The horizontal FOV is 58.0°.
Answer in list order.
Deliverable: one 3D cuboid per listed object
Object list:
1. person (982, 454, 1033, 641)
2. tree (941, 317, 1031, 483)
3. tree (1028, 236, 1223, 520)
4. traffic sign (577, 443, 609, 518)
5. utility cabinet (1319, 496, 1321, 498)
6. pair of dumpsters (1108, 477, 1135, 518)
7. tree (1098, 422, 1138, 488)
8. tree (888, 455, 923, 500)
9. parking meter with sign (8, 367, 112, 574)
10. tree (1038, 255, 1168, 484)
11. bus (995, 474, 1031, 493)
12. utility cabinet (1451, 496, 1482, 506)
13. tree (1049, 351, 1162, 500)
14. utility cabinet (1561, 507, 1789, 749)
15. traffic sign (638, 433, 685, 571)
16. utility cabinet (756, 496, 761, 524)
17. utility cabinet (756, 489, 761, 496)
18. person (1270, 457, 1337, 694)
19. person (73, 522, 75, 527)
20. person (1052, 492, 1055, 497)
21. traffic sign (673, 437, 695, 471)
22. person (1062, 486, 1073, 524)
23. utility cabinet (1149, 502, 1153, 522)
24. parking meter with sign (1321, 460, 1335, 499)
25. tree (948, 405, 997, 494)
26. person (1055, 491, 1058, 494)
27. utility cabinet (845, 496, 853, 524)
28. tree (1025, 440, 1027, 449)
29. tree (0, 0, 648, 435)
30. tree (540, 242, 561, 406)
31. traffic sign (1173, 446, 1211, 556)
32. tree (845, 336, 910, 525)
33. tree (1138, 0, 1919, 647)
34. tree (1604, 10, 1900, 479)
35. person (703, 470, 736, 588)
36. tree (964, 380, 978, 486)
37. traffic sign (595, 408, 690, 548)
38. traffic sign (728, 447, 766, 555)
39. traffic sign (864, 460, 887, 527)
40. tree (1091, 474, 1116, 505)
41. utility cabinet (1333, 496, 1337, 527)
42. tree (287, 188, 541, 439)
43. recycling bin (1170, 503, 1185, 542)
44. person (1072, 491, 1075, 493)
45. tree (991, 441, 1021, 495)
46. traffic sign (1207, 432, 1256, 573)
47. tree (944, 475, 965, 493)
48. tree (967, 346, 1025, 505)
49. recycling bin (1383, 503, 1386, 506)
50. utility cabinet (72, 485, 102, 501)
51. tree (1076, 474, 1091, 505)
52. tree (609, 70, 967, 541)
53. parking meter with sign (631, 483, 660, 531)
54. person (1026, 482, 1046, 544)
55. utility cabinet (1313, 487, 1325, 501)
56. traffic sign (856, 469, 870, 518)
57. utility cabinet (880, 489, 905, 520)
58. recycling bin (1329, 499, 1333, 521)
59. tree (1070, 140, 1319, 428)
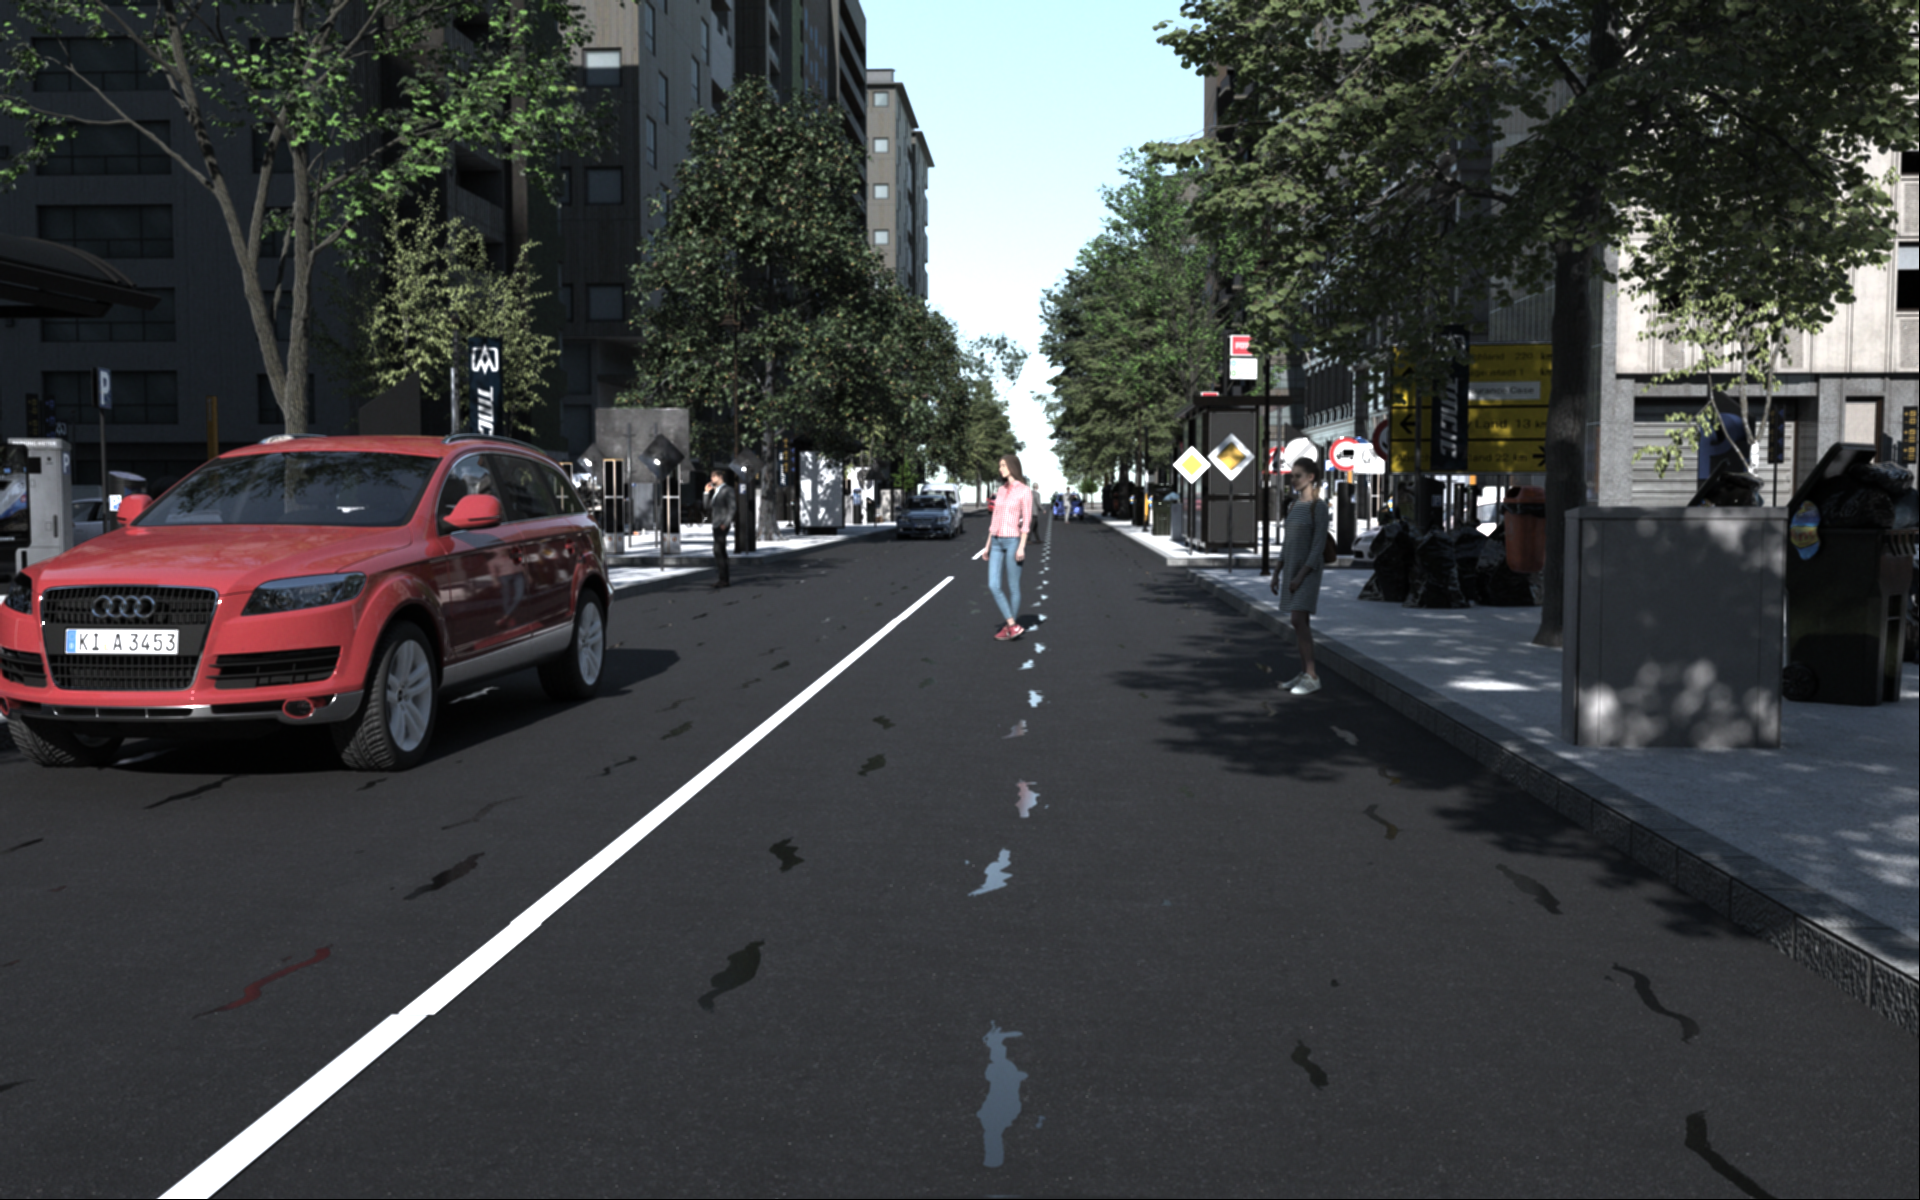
[{"bbox_3d":[0.453,-0.522,17.051,0.555,1.821,0.388,2,4,34],"label":"person"},{"bbox_3d":[1.001,-20.191,186.017,12.611,20.169,13.585,0,3,0],"label":"tree"},{"bbox_3d":[8.338,-11.014,86.729,9.857,13.997,8.962,0,3,0],"label":"tree"},{"bbox_3d":[-8.250,-2.312,38.981,0.795,2.450,0.064,1,4,12],"label":"traffic sign"},{"bbox_3d":[9.348,-2.169,46.624,0.306,1.237,1.020,-1,4,-15],"label":"utility cabinet"},{"bbox_3d":[8.981,-5.674,95.256,1.574,2.255,4.437,0,4,3],"label":"pair of dumpsters"},{"bbox_3d":[10.733,-10.191,116.980,4.737,8.622,4.395,0,3,0],"label":"tree"},{"bbox_3d":[-2.775,-5.577,85.787,1.663,3.219,1.824,0,3,0],"label":"tree"},{"bbox_3d":[-12.731,-1.696,23.984,1.738,3.016,0.543,-1,4,-9],"label":"parking meter with sign"},{"bbox_3d":[12.624,-16.762,129.950,12.611,20.169,13.585,0,3,0],"label":"tree"},{"bbox_3d":[4.949,-9.938,157.349,2.948,3.499,13.247,0,4,4],"label":"bus"},{"bbox_3d":[16.205,-2.716,55.575,1.020,1.237,0.306,0,4,4],"label":"utility cabinet"},{"bbox_3d":[9.386,-10.428,104.908,8.767,10.594,7.601,1,4,9],"label":"tree"},{"bbox_3d":[3.646,0.139,8.883,1.020,1.237,0.306,0,4,5],"label":"utility cabinet"},{"bbox_3d":[-4.935,-1.530,28.653,0.795,2.450,0.064,0,4,3],"label":"traffic sign"},{"bbox_3d":[-8.477,-3.874,74.506,1.020,1.237,0.306,-2,4,-26],"label":"utility cabinet"},{"bbox_3d":[-9.418,-4.333,79.528,0.318,1.500,1.173,3,4,38],"label":"utility cabinet"},{"bbox_3d":[2.520,-0.194,12.679,0.522,1.701,0.512,-2,4,-27],"label":"person"},{"bbox_3d":[-16.505,-1.378,31.709,0.731,1.740,0.598,1,4,14],"label":"person"},{"bbox_3d":[12.158,-13.045,222.696,0.541,1.710,0.530,2,4,26],"label":"person"},{"bbox_3d":[-6.468,-2.420,39.566,0.884,2.594,0.081,1,4,13],"label":"traffic sign"},{"bbox_3d":[5.289,-4.614,84.131,0.606,1.804,0.583,3,4,36],"label":"person"},{"bbox_3d":[8.989,-4.138,78.810,1.020,1.237,0.306,2,4,24],"label":"utility cabinet"},{"bbox_3d":[18.834,-5.709,89.608,0.543,3.016,1.738,0,4,-6],"label":"parking meter with sign"},{"bbox_3d":[0.003,-11.080,131.522,4.737,8.622,4.395,0,3,0],"label":"tree"},{"bbox_3d":[12.479,-13.180,223.629,1.348,1.869,0.705,0,4,-4],"label":"person"},{"bbox_3d":[-4.732,-3.906,75.029,0.306,1.237,1.020,-1,4,-22],"label":"utility cabinet"},{"bbox_3d":[3.336,-17.600,204.769,9.611,12.733,9.660,0,3,0],"label":"tree"},{"bbox_3d":[-7.207,-5.651,18.144,9.928,11.665,9.643,0,3,0],"label":"tree"},{"bbox_3d":[-12.720,-5.912,47.026,4.737,8.622,4.395,0,3,0],"label":"tree"},{"bbox_3d":[4.824,-1.986,36.107,0.795,2.450,0.064,0,4,3],"label":"traffic sign"},{"bbox_3d":[-4.018,-7.469,72.479,4.737,8.622,4.395,0,3,0],"label":"tree"},{"bbox_3d":[5.511,-5.873,14.154,7.486,12.596,7.792,0,3,0],"label":"tree"},{"bbox_3d":[11.655,-4.594,25.471,4.737,8.622,4.395,0,3,0],"label":"tree"},{"bbox_3d":[-3.709,-1.103,26.712,0.473,1.802,0.592,-1,4,-15],"label":"person"},{"bbox_3d":[1.969,-15.527,171.995,7.486,12.596,7.792,0,3,0],"label":"tree"},{"bbox_3d":[-7.547,-2.893,41.170,2.265,3.308,0.079,0,4,4],"label":"traffic sign"},{"bbox_3d":[-4.506,-2.017,36.627,0.795,2.450,0.064,0,4,3],"label":"traffic sign"},{"bbox_3d":[-3.252,-4.064,66.454,0.884,2.594,0.081,0,4,8],"label":"traffic sign"},{"bbox_3d":[12.102,-8.995,141.669,1.663,3.219,1.824,0,3,0],"label":"tree"},{"bbox_3d":[14.623,-3.414,66.977,0.306,1.237,1.020,1,4,19],"label":"utility cabinet"},{"bbox_3d":[-13.413,-5.561,41.288,4.737,8.622,4.395,0,3,0],"label":"tree"},{"bbox_3d":[6.207,-2.112,47.078,0.722,1.027,0.722,3,5,43],"label":"recycling bin"},{"bbox_3d":[8.848,-7.738,136.492,0.593,1.643,0.415,0,4,1],"label":"person"},{"bbox_3d":[4.269,-17.343,217.970,7.601,10.594,8.767,1,4,15],"label":"tree"},{"bbox_3d":[4.395,-1.498,28.133,0.795,2.450,0.064,0,4,3],"label":"traffic sign"},{"bbox_3d":[-0.458,-8.637,135.823,1.663,3.219,1.824,0,3,0],"label":"tree"},{"bbox_3d":[-2.680,-11.203,100.171,9.611,12.733,9.660,0,3,0],"label":"tree"},{"bbox_3d":[12.631,-2.270,49.667,0.722,1.027,0.722,-2,4,-27],"label":"recycling bin"},{"bbox_3d":[-22.122,-2.128,43.471,1.173,1.500,0.318,0,4,-1],"label":"utility cabinet"},{"bbox_3d":[11.619,-9.815,155.083,1.663,3.219,1.824,0,3,0],"label":"tree"},{"bbox_3d":[-5.149,-7.961,47.163,9.611,12.733,9.660,0,3,0],"label":"tree"},{"bbox_3d":[-11.040,-3.920,60.346,1.738,3.016,0.543,-3,4,-37],"label":"parking meter with sign"},{"bbox_3d":[2.181,-2.488,49.573,0.834,1.777,0.661,-3,5,-42],"label":"person"},{"bbox_3d":[10.563,-2.674,52.402,0.318,1.500,1.173,-1,4,-22],"label":"utility cabinet"},{"bbox_3d":[-4.815,-5.301,86.777,0.768,2.556,0.104,0,4,6],"label":"traffic sign"},{"bbox_3d":[-3.238,-4.560,83.240,1.173,1.500,0.318,2,4,25],"label":"utility cabinet"},{"bbox_3d":[18.012,-4.340,83.510,0.722,1.027,0.722,2,4,28],"label":"recycling bin"},{"bbox_3d":[6.964,-7.684,51.382,9.928,11.665,9.643,0,3,0],"label":"tree"}]
